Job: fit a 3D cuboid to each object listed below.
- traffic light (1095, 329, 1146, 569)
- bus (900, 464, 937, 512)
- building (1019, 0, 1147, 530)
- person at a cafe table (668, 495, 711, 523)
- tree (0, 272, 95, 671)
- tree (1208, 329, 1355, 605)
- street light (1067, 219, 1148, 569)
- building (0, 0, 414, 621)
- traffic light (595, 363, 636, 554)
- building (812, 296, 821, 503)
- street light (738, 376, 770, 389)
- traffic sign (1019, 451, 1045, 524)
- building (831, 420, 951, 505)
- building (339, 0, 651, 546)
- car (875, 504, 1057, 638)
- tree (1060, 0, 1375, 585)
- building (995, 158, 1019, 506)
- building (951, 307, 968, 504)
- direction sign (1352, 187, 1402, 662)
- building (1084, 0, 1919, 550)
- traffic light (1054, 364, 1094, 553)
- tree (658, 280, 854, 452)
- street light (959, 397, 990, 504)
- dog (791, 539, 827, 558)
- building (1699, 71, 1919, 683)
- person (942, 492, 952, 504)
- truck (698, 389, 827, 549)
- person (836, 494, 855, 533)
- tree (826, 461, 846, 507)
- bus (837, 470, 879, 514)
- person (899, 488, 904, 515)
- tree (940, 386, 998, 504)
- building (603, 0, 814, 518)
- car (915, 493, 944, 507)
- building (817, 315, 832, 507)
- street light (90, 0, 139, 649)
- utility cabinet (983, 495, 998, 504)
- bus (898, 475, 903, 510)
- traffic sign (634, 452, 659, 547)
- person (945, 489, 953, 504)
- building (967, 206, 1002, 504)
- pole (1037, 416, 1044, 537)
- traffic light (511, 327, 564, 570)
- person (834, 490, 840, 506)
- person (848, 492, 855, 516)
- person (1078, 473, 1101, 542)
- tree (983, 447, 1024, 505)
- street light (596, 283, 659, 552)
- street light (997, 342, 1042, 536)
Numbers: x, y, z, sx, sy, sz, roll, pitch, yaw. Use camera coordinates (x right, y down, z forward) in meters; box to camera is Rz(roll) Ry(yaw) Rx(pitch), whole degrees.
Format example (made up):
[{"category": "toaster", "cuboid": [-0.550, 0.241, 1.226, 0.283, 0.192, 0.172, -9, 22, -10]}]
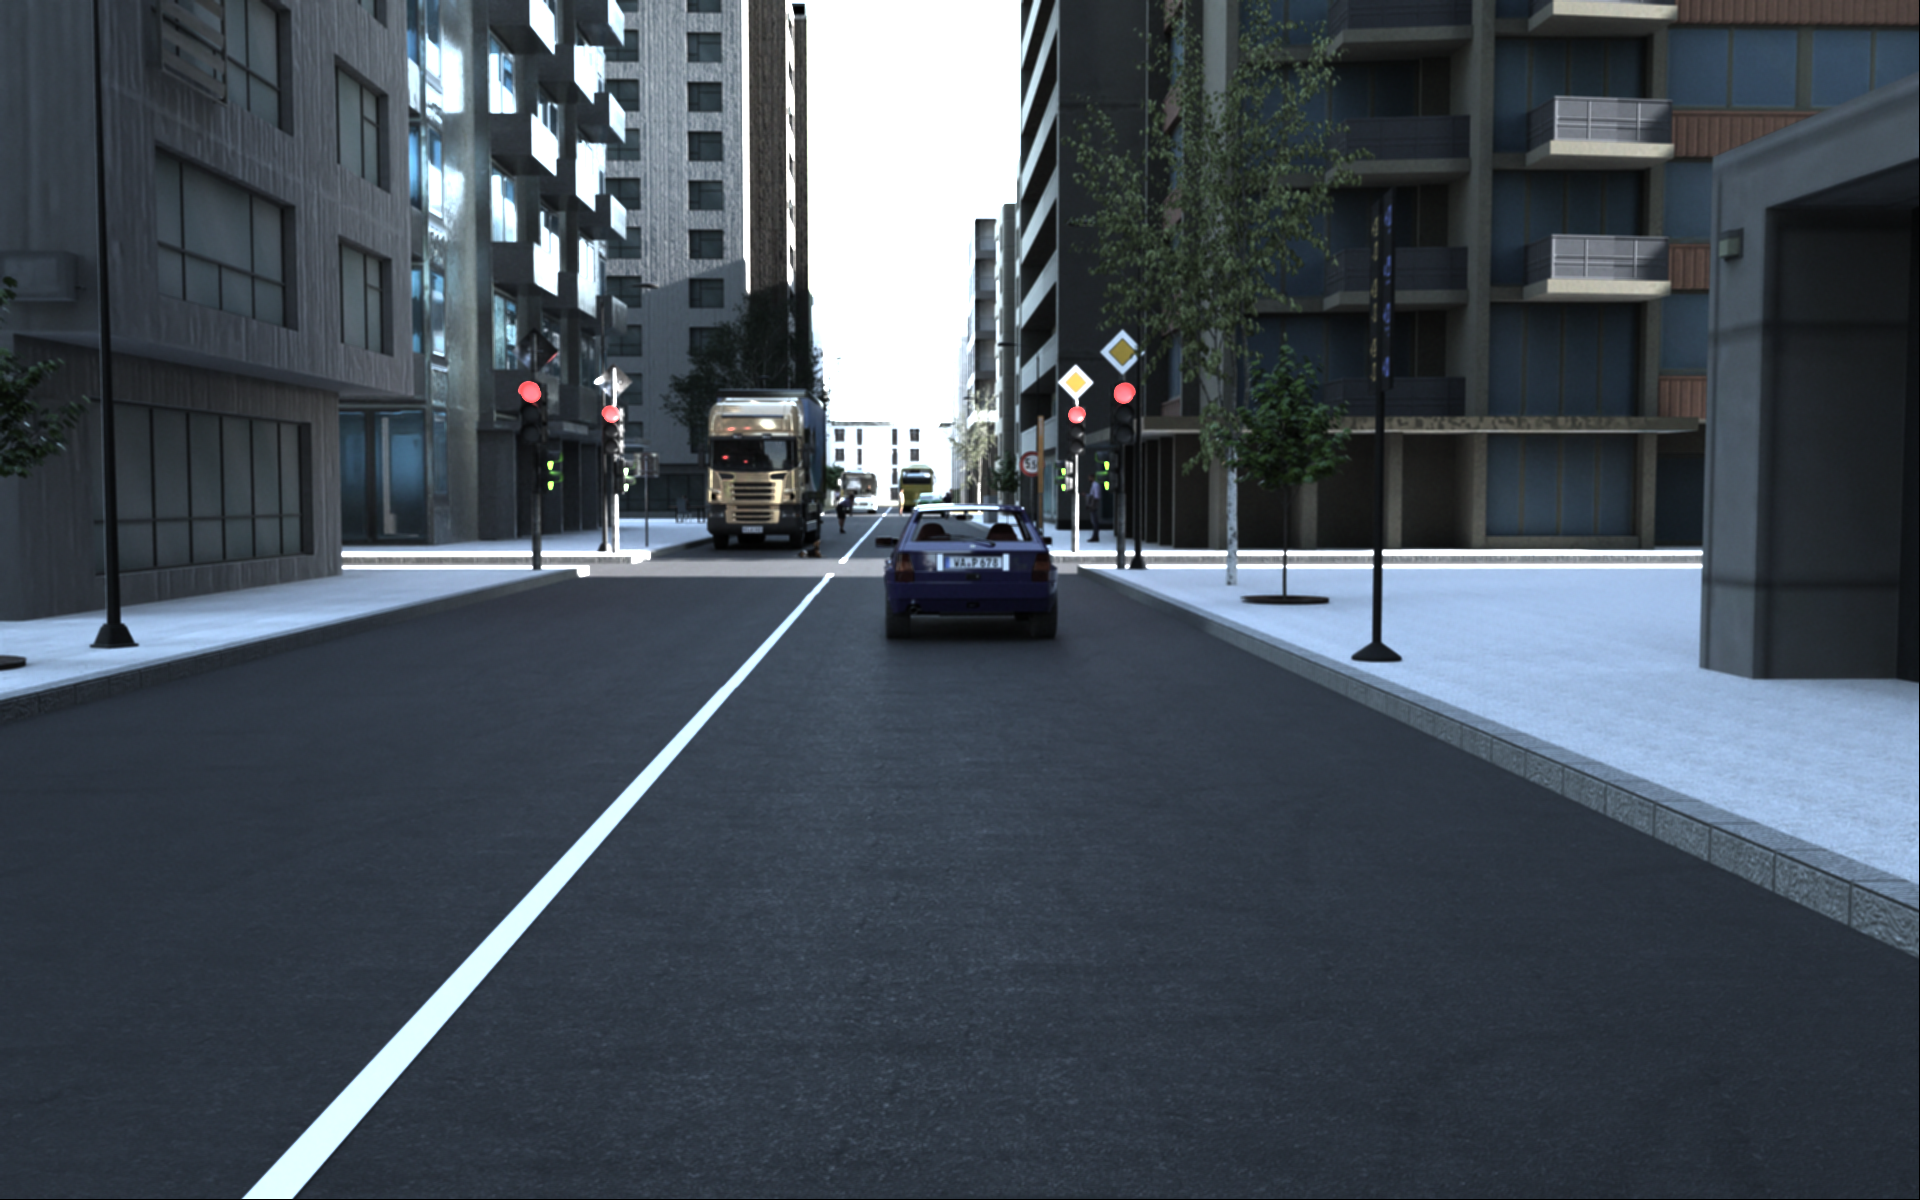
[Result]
[{"category": "traffic light", "cuboid": [2.742, -2.487, 29.588, 0.839, 4.253, 0.868, 0, 4, -2]}, {"category": "bus", "cuboid": [-3.401, -9.194, 141.862, 2.896, 3.916, 12.252, 0, 3, 0]}, {"category": "building", "cuboid": [13.786, -27.370, 71.207, 21.300, 48.544, 21.600, 0, 4, -2]}, {"category": "person at a cafe table", "cuboid": [-12.179, -4.071, 77.430, 1.698, 1.238, 1.726, 1, 4, 11]}, {"category": "tree", "cuboid": [-7.410, -1.096, 12.514, 1.663, 3.219, 1.824, 0, 3, 0]}, {"category": "tree", "cuboid": [3.728, -1.581, 20.454, 1.663, 3.219, 1.824, 0, 3, 0]}, {"category": "street light", "cuboid": [2.507, -3.482, 29.464, 1.470, 5.913, 1.316, 0, 4, -2]}, {"category": "building", "cuboid": [-15.646, -20.747, 22.801, 14.086, 41.232, 14.154, 0, 4, -2]}, {"category": "traffic light", "cuboid": [-7.416, -2.955, 37.230, 0.839, 4.253, 0.868, 0, 4, -2]}, {"category": "building", "cuboid": [-21.472, -18.651, 161.362, 16.016, 20.091, 11.380, 0, 4, -2]}, {"category": "street light", "cuboid": [-8.182, -5.861, 68.363, 1.470, 5.913, 1.316, 0, 4, -2]}, {"category": "traffic sign", "cuboid": [2.144, -3.133, 51.338, 0.768, 2.556, 0.104, 0, 4, 5]}, {"category": "building", "cuboid": [-2.631, -15.909, 202.265, 28.070, 9.664, 9.099, 0, 4, -2]}, {"category": "building", "cuboid": [-23.032, -26.568, 53.997, 23.786, 49.044, 30.456, 0, 4, -2]}, {"category": "car", "cuboid": [0.060, -0.367, 18.584, 1.945, 1.354, 3.894, 0, 4, -2]}, {"category": "tree", "cuboid": [3.594, -4.516, 24.198, 4.737, 8.622, 4.395, 0, 3, 0]}, {"category": "building", "cuboid": [16.549, -15.463, 97.858, 27.650, 21.520, 28.899, 0, 4, -2]}, {"category": "building", "cuboid": [7.898, -18.728, 172.659, 16.747, 18.905, 31.486, 0, 4, -2]}, {"category": "direction sign", "cuboid": [3.225, -1.303, 13.304, 0.379, 3.537, 0.876, 0, 4, 3]}, {"category": "building", "cuboid": [18.150, -24.075, 48.257, 28.867, 44.769, 22.147, 0, 4, -2]}, {"category": "traffic light", "cuboid": [2.480, -2.975, 37.569, 0.839, 4.253, 0.868, 0, 4, -2]}, {"category": "tree", "cuboid": [-9.155, -8.666, 76.099, 8.767, 10.594, 7.601, -3, 4, -36]}, {"category": "street light", "cuboid": [0.842, -6.753, 82.957, 1.470, 5.913, 1.316, 0, 4, -2]}, {"category": "dog", "cuboid": [-3.412, -1.158, 39.129, 0.748, 0.427, 0.550, 1, 4, 17]}, {"category": "building", "cuboid": [15.993, -34.399, 0.672, 20.563, 71.187, 20.611, 0, 4, -2]}, {"category": "person", "cuboid": [-0.783, -5.339, 98.004, 0.569, 1.553, 0.471, 2, 4, 30]}, {"category": "truck", "cuboid": [-5.325, -3.657, 48.700, 2.839, 4.237, 11.283, 0, 4, -1]}, {"category": "person", "cuboid": [-4.223, -3.182, 63.755, 0.697, 1.427, 0.421, 0, 4, -6]}, {"category": "tree", "cuboid": [-12.408, -11.406, 170.194, 4.285, 4.588, 4.351, 0, 3, 0]}, {"category": "bus", "cuboid": [-7.401, -8.112, 127.488, 2.948, 3.499, 13.247, 0, 4, -3]}, {"category": "person", "cuboid": [-3.921, -6.588, 116.215, 0.705, 1.824, 1.348, 0, 4, -5]}, {"category": "tree", "cuboid": [1.051, -10.194, 117.028, 4.360, 8.622, 3.978, 0, 3, 0]}, {"category": "building", "cuboid": [-15.623, -19.890, 96.905, 14.160, 30.474, 14.107, 0, 4, -2]}, {"category": "car", "cuboid": [-1.806, -5.969, 106.385, 1.959, 1.807, 4.718, 0, 4, -1]}, {"category": "building", "cuboid": [-29.470, -19.143, 179.441, 31.486, 18.905, 16.747, 0, 4, -2]}, {"category": "street light", "cuboid": [-6.568, -2.560, 14.390, 1.470, 5.913, 1.316, 0, 4, -2]}, {"category": "utility cabinet", "cuboid": [1.337, -3.988, 76.367, 0.306, 1.237, 1.020, 2, 4, 25]}, {"category": "bus", "cuboid": [-4.402, -10.203, 161.684, 2.948, 3.499, 13.247, 0, 4, -1]}, {"category": "traffic sign", "cuboid": [-7.654, -2.456, 42.278, 0.606, 2.300, 0.079, 0, 4, -1]}, {"category": "person", "cuboid": [-0.995, -9.173, 156.547, 0.750, 1.759, 0.617, 0, 4, -8]}, {"category": "building", "cuboid": [14.424, -18.090, 139.745, 27.936, 21.610, 32.646, 0, 4, -2]}, {"category": "pole", "cuboid": [2.106, -3.142, 45.216, 0.158, 3.312, 0.155, 0, 3, 0]}, {"category": "traffic light", "cuboid": [-7.154, -2.467, 29.249, 0.839, 4.253, 0.868, 0, 4, -2]}, {"category": "person", "cuboid": [-13.144, -10.914, 185.418, 0.756, 1.711, 0.436, 0, 4, 2]}, {"category": "person", "cuboid": [-7.057, -6.206, 112.176, 0.499, 1.552, 0.429, 3, 5, 41]}, {"category": "person", "cuboid": [3.466, -2.476, 46.394, 0.599, 1.838, 0.709, 0, 4, 6]}, {"category": "tree", "cuboid": [1.998, -4.596, 69.749, 1.663, 3.219, 1.824, 0, 3, 0]}, {"category": "street light", "cuboid": [-7.318, -4.014, 38.177, 1.470, 5.913, 1.316, 0, 4, -2]}, {"category": "street light", "cuboid": [1.843, -4.927, 53.100, 1.470, 5.913, 1.316, 0, 4, -2]}]
